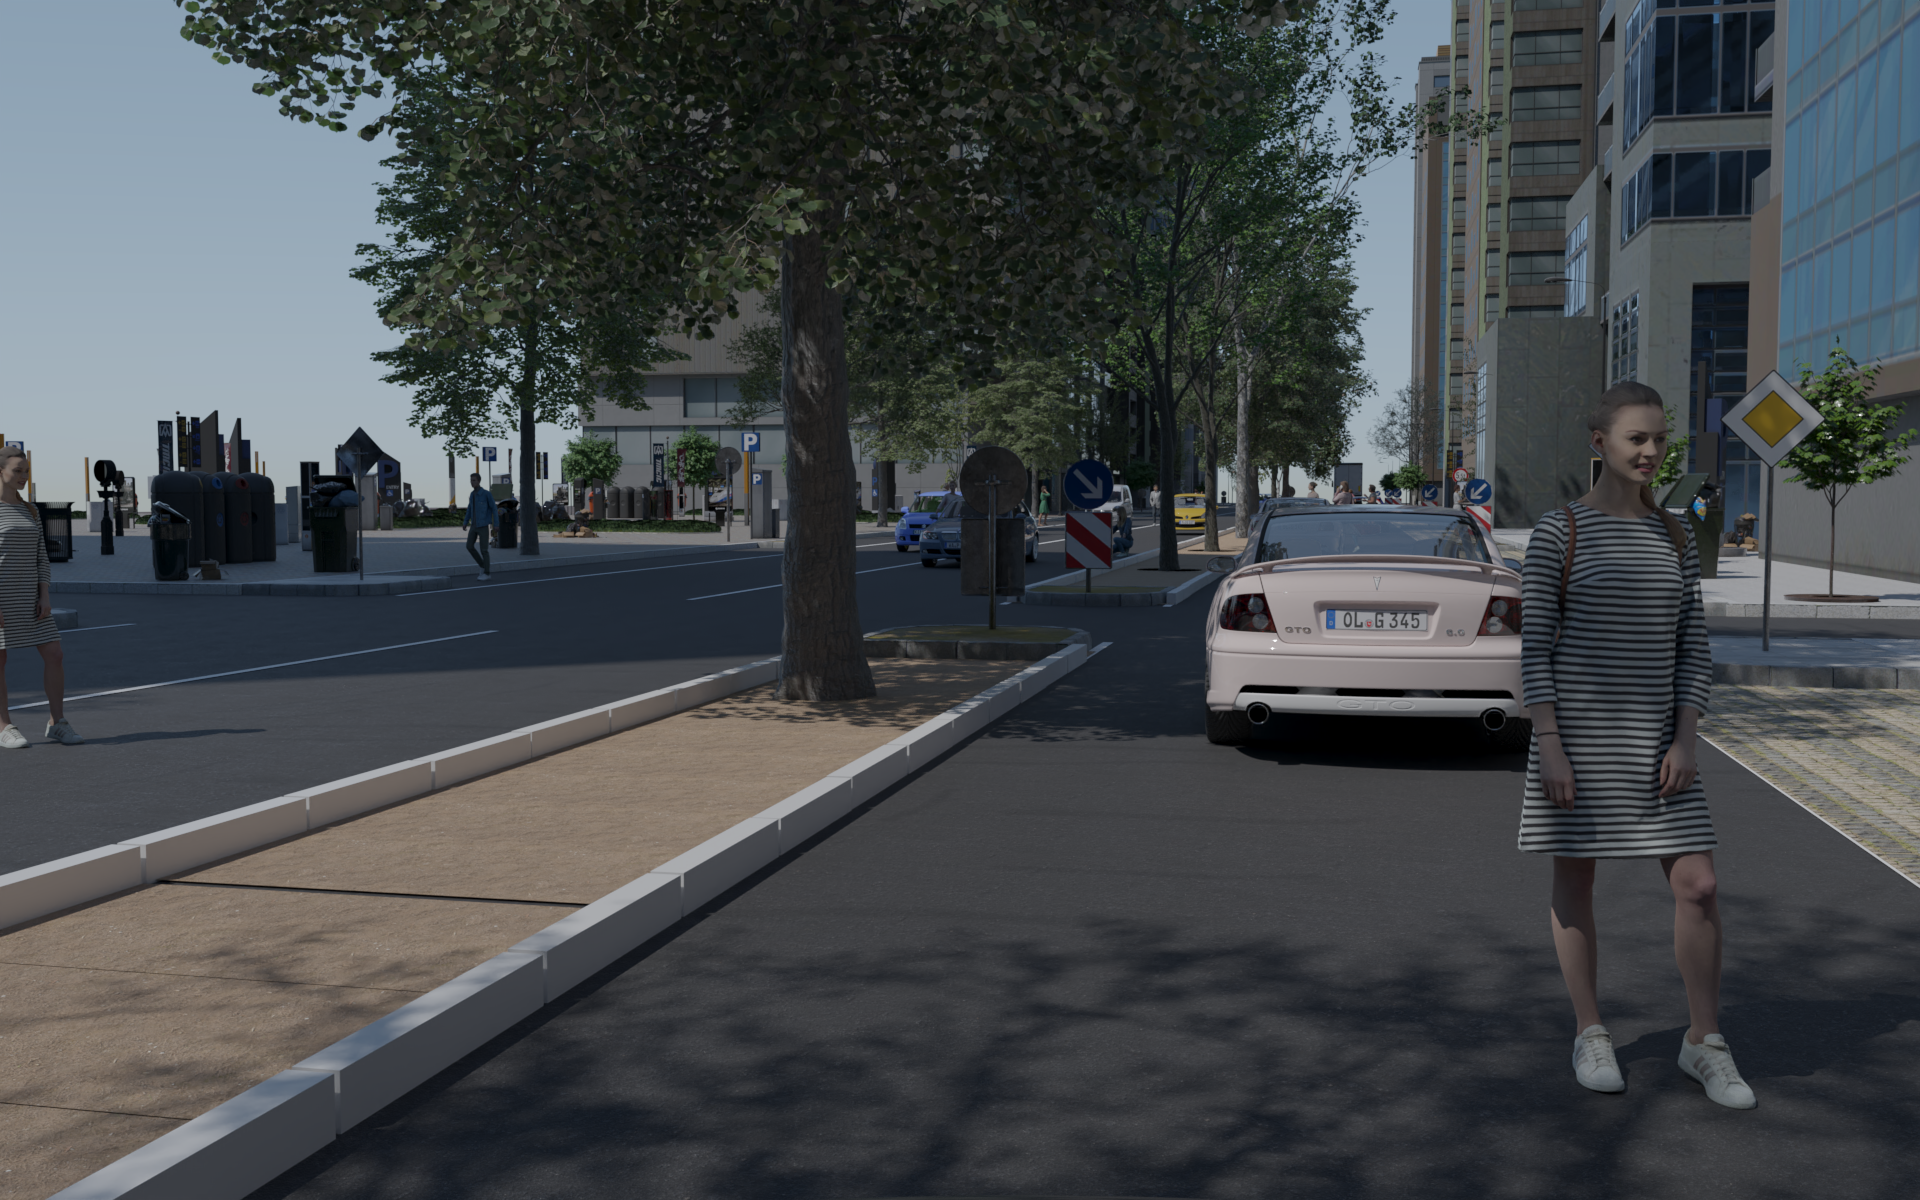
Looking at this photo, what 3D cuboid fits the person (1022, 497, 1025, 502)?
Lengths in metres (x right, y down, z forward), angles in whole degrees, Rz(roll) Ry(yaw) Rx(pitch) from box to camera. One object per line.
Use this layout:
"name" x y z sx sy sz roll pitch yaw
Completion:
"person" 2.727 -4.252 78.566 0.519 1.759 0.362 -1 4 -14

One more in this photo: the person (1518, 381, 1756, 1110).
"person" 1.603 0.323 4.215 0.512 1.701 0.522 0 4 -5

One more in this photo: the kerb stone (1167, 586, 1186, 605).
"kerb stone" 2.847 -0.045 22.926 0.120 0.150 1.000 1 4 13

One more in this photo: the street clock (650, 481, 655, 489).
"street clock" -16.684 -5.485 94.242 0.358 2.002 0.471 -2 4 -25

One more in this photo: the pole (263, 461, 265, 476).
"pole" -42.968 -6.919 106.966 0.158 3.312 0.155 0 3 0

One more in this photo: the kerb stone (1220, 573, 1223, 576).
"kerb stone" 4.417 -0.473 29.938 0.120 0.150 1.000 1 4 13

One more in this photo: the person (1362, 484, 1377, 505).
"person" 14.573 -3.232 61.697 0.532 1.782 0.716 1 4 11

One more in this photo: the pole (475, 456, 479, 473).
"pole" -25.901 -6.066 93.016 0.158 3.312 0.155 0 3 0

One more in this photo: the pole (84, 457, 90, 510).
"pole" -48.099 -6.216 95.477 0.158 3.312 0.155 0 3 0

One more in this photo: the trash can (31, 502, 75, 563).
"trash can" -16.993 -1.274 32.484 0.748 1.137 0.748 0 3 0

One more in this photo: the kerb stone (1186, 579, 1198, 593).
"kerb stone" 3.289 -0.167 24.930 0.120 0.150 1.000 1 4 13

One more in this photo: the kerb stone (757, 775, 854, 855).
"kerb stone" -0.659 0.909 7.363 0.120 0.150 1.000 1 4 13

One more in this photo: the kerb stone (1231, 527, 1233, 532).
"kerb stone" 9.803 -2.520 63.391 0.120 0.150 1.000 1 4 13

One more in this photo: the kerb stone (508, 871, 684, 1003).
"kerb stone" -1.109 1.031 5.369 0.120 0.150 1.000 1 4 13

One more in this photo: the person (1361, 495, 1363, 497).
"person" 56.991 -14.517 246.648 0.742 1.727 0.445 -1 4 -19

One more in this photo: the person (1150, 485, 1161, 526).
"person" 8.805 -4.222 77.379 0.661 1.843 0.795 2 4 25

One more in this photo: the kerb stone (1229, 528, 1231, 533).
"kerb stone" 9.578 -2.458 62.378 0.120 0.150 1.000 1 4 13

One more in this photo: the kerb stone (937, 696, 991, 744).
"kerb stone" 0.013 0.724 10.362 0.120 0.150 1.000 1 4 13

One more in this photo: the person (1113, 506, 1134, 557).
"person" 3.660 -1.566 39.610 0.738 1.151 1.012 -1 4 -19

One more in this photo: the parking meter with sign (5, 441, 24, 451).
"parking meter with sign" -30.942 -3.662 56.129 0.543 3.016 1.738 0 4 -7

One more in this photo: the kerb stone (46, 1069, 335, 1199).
"kerb stone" -1.555 1.153 3.369 0.120 0.150 1.000 1 4 13

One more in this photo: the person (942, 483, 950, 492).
"person" -0.372 -2.940 56.745 0.590 1.801 0.661 0 4 -6

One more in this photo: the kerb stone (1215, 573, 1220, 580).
"kerb stone" 4.200 -0.408 28.934 0.120 0.150 1.000 1 4 13

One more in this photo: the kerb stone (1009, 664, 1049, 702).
"kerb stone" 0.472 0.601 12.365 0.120 0.150 1.000 1 4 13

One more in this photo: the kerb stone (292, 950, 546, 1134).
"kerb stone" -1.334 1.095 4.371 0.120 0.150 1.000 1 4 13

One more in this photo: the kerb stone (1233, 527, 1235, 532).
"kerb stone" 10.026 -2.576 64.388 0.120 0.150 1.000 1 4 13

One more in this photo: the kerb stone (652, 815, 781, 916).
"kerb stone" -0.884 0.968 6.366 0.120 0.150 1.000 1 4 13

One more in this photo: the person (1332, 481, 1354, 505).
"person" 9.515 -2.047 42.552 0.593 1.750 0.643 -2 4 -28

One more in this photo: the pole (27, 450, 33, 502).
"pole" -43.277 -5.306 80.599 0.158 3.312 0.155 0 3 0

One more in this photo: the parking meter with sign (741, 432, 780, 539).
"parking meter with sign" -5.694 -3.278 49.862 0.543 3.016 1.738 1 4 16

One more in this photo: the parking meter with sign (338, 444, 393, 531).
"parking meter with sign" -20.828 -3.944 60.740 1.738 3.016 0.543 0 4 -3

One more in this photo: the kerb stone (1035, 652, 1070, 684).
"kerb stone" 0.689 0.540 13.371 0.120 0.150 1.000 1 4 13

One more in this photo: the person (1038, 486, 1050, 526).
"person" 3.758 -4.236 78.004 0.529 1.795 0.600 -1 4 -12

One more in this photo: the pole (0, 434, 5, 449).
"pole" -32.253 -3.948 58.392 0.158 3.312 0.155 0 3 0

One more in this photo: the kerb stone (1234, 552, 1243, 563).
"kerb stone" 5.995 -0.901 36.925 0.120 0.150 1.000 1 4 13

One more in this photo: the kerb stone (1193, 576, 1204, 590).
"kerb stone" 3.516 -0.229 25.932 0.120 0.150 1.000 1 4 13

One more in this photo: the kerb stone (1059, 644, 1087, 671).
"kerb stone" 0.918 0.482 14.371 0.120 0.150 1.000 1 4 13

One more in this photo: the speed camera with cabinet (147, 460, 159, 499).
"speed camera with cabinet" -38.947 -5.557 85.197 0.660 3.252 2.038 1 4 21

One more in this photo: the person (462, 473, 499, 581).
"person" -7.958 -1.221 28.804 0.601 1.785 0.444 2 4 35

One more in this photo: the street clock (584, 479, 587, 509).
"street clock" -17.406 -4.598 79.745 0.358 2.002 0.471 2 4 33

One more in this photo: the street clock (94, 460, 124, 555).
"street clock" -18.010 -1.955 36.533 0.471 2.002 0.358 2 4 31

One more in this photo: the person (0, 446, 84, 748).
"person" -5.372 -0.020 9.828 0.522 1.701 0.512 1 4 23

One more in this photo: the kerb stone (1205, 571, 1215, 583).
"kerb stone" 3.975 -0.347 27.937 0.120 0.150 1.000 1 4 13

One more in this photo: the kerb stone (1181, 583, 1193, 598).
"kerb stone" 3.076 -0.103 23.930 0.120 0.150 1.000 1 4 13

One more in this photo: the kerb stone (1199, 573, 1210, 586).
"kerb stone" 3.743 -0.290 26.937 0.120 0.150 1.000 1 4 13

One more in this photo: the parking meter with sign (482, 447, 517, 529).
"parking meter with sign" -16.727 -4.091 63.151 0.543 3.016 1.738 -3 5 -43

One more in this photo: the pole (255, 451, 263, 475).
"pole" -33.448 -5.420 82.459 0.158 3.312 0.155 0 3 0

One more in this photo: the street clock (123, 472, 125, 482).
"street clock" -25.586 -2.942 52.674 0.358 2.002 0.471 0 4 -5

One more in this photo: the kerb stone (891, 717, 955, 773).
"kerb stone" -0.209 0.785 9.364 0.120 0.150 1.000 1 4 13

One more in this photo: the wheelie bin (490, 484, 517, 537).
"wheelie bin" -13.706 -2.685 51.807 0.980 1.594 0.693 0 4 -3

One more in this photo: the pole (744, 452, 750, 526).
"pole" -8.612 -4.654 69.941 0.158 3.312 0.155 0 3 0

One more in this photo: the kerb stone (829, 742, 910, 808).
"kerb stone" -0.438 0.846 8.363 0.120 0.150 1.000 1 4 13

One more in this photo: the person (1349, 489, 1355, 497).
"person" 24.555 -6.122 109.320 0.721 1.743 1.217 -2 4 -32

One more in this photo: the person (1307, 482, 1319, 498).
"person" 9.850 -2.445 48.813 0.374 1.781 0.599 -2 4 -31

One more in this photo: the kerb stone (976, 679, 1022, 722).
"kerb stone" 0.239 0.663 11.360 0.120 0.150 1.000 1 4 13

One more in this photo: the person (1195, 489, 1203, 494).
"person" 15.003 -6.091 108.894 0.742 1.727 0.445 3 4 36

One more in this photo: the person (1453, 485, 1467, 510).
"person" 16.916 -3.030 58.616 0.524 1.755 0.480 0 4 2

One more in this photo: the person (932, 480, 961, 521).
"person" -0.342 -1.824 38.997 0.731 1.740 0.598 -3 5 -39
